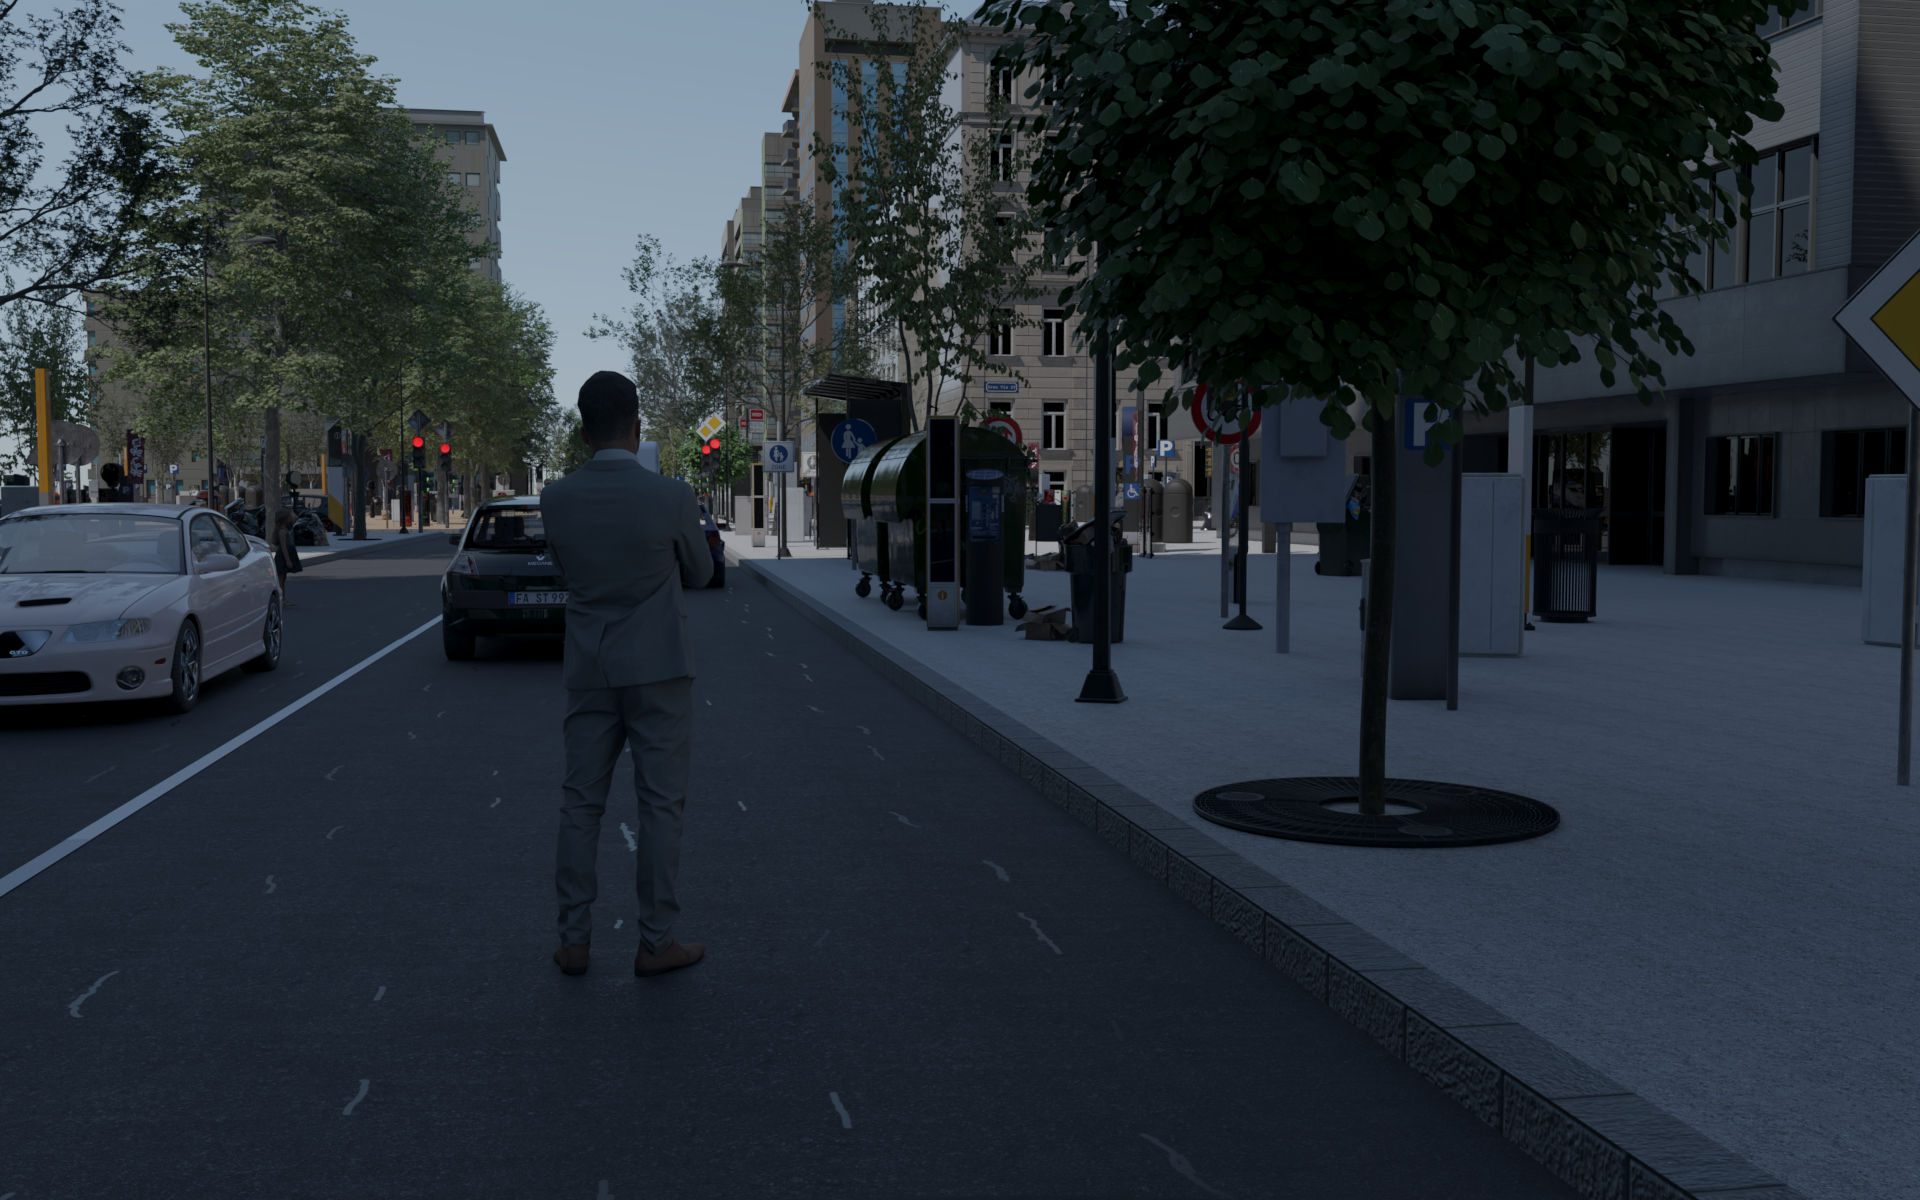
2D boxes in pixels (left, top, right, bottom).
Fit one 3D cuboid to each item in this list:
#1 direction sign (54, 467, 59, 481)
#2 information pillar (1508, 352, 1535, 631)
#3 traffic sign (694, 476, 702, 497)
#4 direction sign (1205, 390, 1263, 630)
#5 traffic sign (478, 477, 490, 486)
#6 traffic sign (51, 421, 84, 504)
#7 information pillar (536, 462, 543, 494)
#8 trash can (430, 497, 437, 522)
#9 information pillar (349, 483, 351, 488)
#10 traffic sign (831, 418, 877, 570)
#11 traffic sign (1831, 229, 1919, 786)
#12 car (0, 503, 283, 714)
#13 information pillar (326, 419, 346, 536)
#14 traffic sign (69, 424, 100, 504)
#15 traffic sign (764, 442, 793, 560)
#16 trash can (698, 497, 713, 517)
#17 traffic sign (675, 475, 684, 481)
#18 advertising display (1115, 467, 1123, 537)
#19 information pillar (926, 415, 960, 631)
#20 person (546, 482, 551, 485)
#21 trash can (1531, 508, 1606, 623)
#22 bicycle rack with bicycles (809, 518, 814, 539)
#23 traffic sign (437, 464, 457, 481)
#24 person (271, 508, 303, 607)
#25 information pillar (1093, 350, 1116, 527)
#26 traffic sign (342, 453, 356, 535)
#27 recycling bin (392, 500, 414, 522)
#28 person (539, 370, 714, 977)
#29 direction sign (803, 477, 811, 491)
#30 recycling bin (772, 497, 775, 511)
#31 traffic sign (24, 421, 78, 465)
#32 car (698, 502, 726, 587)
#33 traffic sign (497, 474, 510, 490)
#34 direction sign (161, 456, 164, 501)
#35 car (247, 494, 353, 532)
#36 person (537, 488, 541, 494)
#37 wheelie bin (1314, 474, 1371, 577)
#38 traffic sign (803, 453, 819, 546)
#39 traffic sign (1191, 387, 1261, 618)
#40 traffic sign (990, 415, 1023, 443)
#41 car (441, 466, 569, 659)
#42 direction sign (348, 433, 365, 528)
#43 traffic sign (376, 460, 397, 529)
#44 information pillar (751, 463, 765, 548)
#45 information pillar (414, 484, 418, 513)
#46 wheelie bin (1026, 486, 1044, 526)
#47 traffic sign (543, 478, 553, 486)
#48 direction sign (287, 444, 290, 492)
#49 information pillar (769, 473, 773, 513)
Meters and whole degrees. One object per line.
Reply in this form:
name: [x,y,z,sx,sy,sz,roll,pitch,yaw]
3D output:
direction sign: [-55.746,-7.001,106.459,0.876,3.537,0.379,1,4,11]
information pillar: [5.315,-1.532,16.408,0.183,3.616,0.504,0,4,1]
traffic sign: [-12.949,-5.299,86.748,0.768,2.556,0.104,0,4,-8]
direction sign: [2.688,-1.491,16.370,0.876,3.537,0.379,-2,4,-29]
traffic sign: [-34.110,-7.587,124.149,0.768,2.556,0.104,-1,4,-10]
traffic sign: [-15.574,-1.831,30.037,0.768,2.556,0.104,0,4,-3]
information pillar: [-30.436,-8.204,125.495,0.504,3.616,0.183,-1,4,-18]
trash can: [-23.953,-4.142,79.378,0.748,1.137,0.748,0,3,0]
information pillar: [-38.857,-6.453,109.992,0.304,2.012,0.304,1,4,19]
traffic sign: [-1.788,-1.782,29.243,0.768,2.556,0.104,0,4,-4]
traffic sign: [4.158,-0.390,7.566,0.795,2.450,0.064,0,4,-2]
car: [-6.231,-0.016,12.619,2.083,1.381,4.827,-1,4,-11]
information pillar: [-19.075,-3.764,52.892,0.183,3.616,0.504,2,4,35]
traffic sign: [-16.034,-1.920,31.502,0.768,2.556,0.104,-1,4,-9]
traffic sign: [-3.524,-1.929,33.674,0.606,2.300,0.079,-1,4,-10]
trash can: [-12.333,-4.424,83.979,0.748,1.137,0.748,0,3,0]
traffic sign: [-19.122,-7.214,118.052,0.768,2.556,0.104,-1,4,-9]
advertising display: [3.935,-2.214,41.410,0.974,1.923,0.123,-2,4,-35]
information pillar: [-0.157,-0.723,16.311,0.304,2.012,0.304,0,4,3]
person: [-13.119,-2.846,55.215,0.466,1.800,0.511,-1,4,-14]
trash can: [6.079,-0.351,17.395,0.748,1.137,0.748,0,3,0]
bicycle rack with bicycles: [-3.230,-2.195,49.271,2.852,0.926,2.925,2,4,34]
traffic sign: [-20.280,-4.183,68.496,0.768,2.556,0.104,-1,4,-9]
person: [-8.563,-0.542,22.024,0.373,1.253,0.362,-1,4,-12]
information pillar: [2.155,-2.103,25.743,0.183,3.616,0.504,-2,4,-30]
traffic sign: [-19.047,-3.273,53.618,0.768,2.556,0.104,0,4,-3]
recycling bin: [-25.510,-4.082,79.291,0.722,1.027,0.722,2,4,32]
person: [-1.009,0.207,5.296,0.511,1.800,0.466,0,4,-5]
direction sign: [-11.543,-8.543,131.669,0.876,3.537,0.379,-3,4,-37]
recycling bin: [-13.971,-7.093,128.519,0.722,1.027,0.722,0,4,-4]
traffic sign: [-15.994,-1.865,30.490,0.884,2.594,0.081,0,4,-6]
car: [-4.701,-0.929,27.768,1.945,1.354,3.894,-1,4,-11]
traffic sign: [-28.254,-6.555,107.285,0.768,2.556,0.104,0,4,-6]
direction sign: [-47.701,-6.828,103.629,0.379,3.537,0.876,-2,4,-26]
car: [-23.616,-3.132,60.997,4.222,1.686,2.009,-1,4,-10]
person: [-23.384,-5.343,96.405,0.362,1.759,0.519,-1,4,-19]
wheelie bin: [6.000,-1.183,27.246,0.693,1.594,0.980,-3,4,-36]
traffic sign: [-3.570,-2.469,42.498,0.606,2.300,0.079,0,4,-3]
traffic sign: [2.750,-1.090,17.922,0.768,2.556,0.104,0,4,-2]
traffic sign: [0.615,-1.687,27.681,0.768,2.556,0.104,0,4,-7]
car: [-3.894,-0.413,16.532,2.009,1.686,4.222,-1,4,-10]
direction sign: [-22.644,-4.444,64.651,0.876,3.537,0.379,0,4,0]
traffic sign: [-21.280,-3.925,64.283,0.768,2.556,0.104,0,4,-2]
information pillar: [-4.858,-2.273,41.658,0.304,2.012,0.304,-1,4,-14]
information pillar: [-37.760,-7.098,120.542,0.304,2.012,0.304,-3,4,-38]
wheelie bin: [2.882,-3.777,69.659,0.980,1.594,0.693,1,4,9]
traffic sign: [-33.046,-8.495,139.002,0.768,2.556,0.104,0,4,-2]
direction sign: [-30.353,-5.282,78.357,0.379,3.537,0.876,-1,4,-15]
information pillar: [-12.630,-7.610,115.770,0.183,3.616,0.504,1,4,17]
